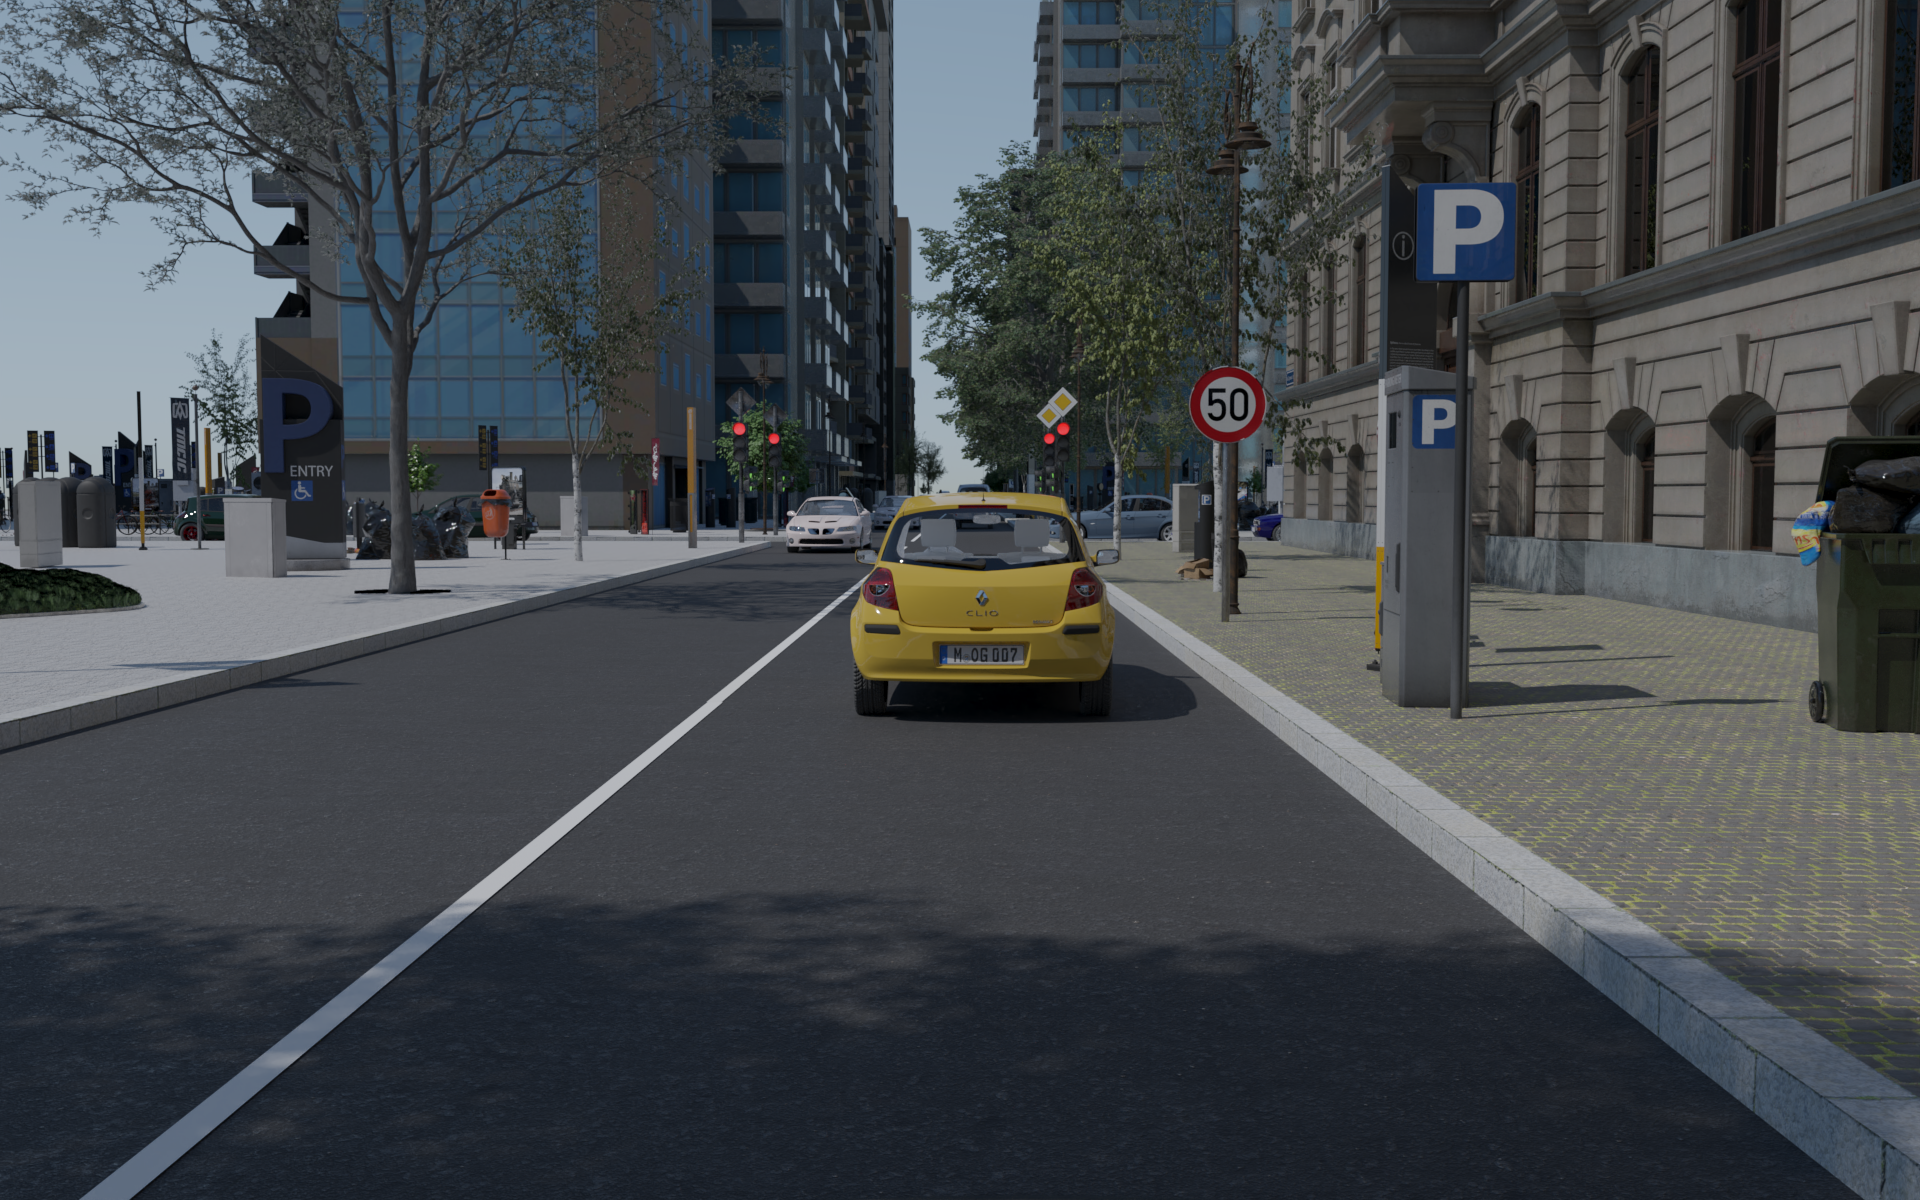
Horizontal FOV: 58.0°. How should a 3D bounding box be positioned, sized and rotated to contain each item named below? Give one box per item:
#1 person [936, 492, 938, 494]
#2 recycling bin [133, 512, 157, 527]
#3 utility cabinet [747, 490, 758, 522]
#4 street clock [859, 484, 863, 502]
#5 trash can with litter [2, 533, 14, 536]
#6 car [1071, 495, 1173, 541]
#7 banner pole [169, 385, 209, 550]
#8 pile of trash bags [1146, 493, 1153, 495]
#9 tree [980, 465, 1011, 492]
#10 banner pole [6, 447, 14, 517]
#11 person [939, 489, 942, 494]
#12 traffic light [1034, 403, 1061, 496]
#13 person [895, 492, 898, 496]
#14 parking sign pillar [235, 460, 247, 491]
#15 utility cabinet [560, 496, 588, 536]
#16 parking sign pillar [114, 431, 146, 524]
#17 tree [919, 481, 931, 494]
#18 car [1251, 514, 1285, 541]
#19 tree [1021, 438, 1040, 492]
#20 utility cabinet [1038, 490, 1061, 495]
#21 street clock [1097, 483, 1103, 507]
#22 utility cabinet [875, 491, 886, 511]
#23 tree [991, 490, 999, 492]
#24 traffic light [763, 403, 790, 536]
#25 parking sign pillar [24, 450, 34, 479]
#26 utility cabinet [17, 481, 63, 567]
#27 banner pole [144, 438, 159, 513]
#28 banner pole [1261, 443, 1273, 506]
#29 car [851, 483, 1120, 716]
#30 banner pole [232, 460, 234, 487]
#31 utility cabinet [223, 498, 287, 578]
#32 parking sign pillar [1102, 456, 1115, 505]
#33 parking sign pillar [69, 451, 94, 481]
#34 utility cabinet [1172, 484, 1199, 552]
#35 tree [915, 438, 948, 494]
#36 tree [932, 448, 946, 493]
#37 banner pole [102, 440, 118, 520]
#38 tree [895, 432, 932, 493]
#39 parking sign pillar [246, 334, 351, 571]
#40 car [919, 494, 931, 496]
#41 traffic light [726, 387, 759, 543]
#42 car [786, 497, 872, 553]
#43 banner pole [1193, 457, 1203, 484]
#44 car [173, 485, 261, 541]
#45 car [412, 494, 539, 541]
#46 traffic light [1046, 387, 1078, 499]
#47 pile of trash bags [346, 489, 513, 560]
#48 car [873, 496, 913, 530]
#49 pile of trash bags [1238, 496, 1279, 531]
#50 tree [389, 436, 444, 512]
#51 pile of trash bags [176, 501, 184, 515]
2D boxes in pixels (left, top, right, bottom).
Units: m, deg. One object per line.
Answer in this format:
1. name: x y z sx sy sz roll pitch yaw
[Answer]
1. person: -3.114 -14.208 241.516 0.721 1.736 1.217 2 4 33
2. recycling bin: -32.095 -3.404 68.202 0.722 1.027 0.722 -3 4 -36
3. utility cabinet: -9.295 -4.217 77.621 0.318 1.500 1.173 0 4 2
4. street clock: -6.958 -7.157 121.588 0.358 2.002 0.471 1 4 10
5. trash can with litter: -28.617 -2.635 54.136 2.233 1.210 1.678 -1 4 -21
6. car: 4.741 -2.308 49.742 4.499 1.417 2.014 0 4 1
7. banner pole: -17.695 -3.039 39.712 0.401 3.779 0.863 2 4 34
8. pile of trash bags: 13.518 -6.718 119.596 1.912 1.369 3.447 -1 4 -13
9. tree: 4.281 -12.894 194.522 4.285 4.588 4.351 0 3 0
10. banner pole: -50.849 -6.282 92.728 0.863 3.779 0.401 2 4 30
11. person: -1.610 -8.214 142.827 0.705 1.821 1.348 2 4 29
12. traffic light: 2.724 -3.948 53.478 0.839 4.253 0.868 0 4 0
13. person: -7.715 -12.123 207.438 1.217 1.736 0.721 0 4 1
14. parking sign pillar: -47.440 -7.748 115.152 1.447 3.967 1.447 -1 4 -14
15. utility cabinet: -11.789 -2.556 52.950 1.020 1.237 0.306 3 5 41
16. parking sign pillar: -35.481 -5.234 74.041 1.447 3.967 1.447 1 4 17
17. tree: -5.367 -15.878 254.201 1.663 3.219 1.824 0 3 0
18. car: 10.277 -2.240 49.209 3.894 1.354 1.945 0 4 2
19. tree: 4.890 -11.071 131.372 4.360 8.622 3.978 0 3 0
20. utility cabinet: 4.536 -4.848 87.946 1.173 1.500 0.318 2 4 28
21. street clock: 9.164 -6.655 113.386 0.358 2.002 0.471 3 4 39
22. utility cabinet: -5.523 -6.832 120.382 0.318 1.500 1.173 2 4 24
23. tree: 4.411 -13.306 212.156 1.663 3.219 1.824 0 3 0
24. traffic light: -5.687 -3.951 53.513 0.839 4.253 0.868 0 4 0
25. parking sign pillar: -57.263 -7.218 106.483 1.447 3.967 1.447 -2 4 -32
26. utility cabinet: -16.122 -1.325 30.350 0.318 1.500 1.173 -1 4 -9
27. banner pole: -36.147 -5.353 77.531 0.401 3.779 0.863 1 4 23
28. banner pole: 15.005 -5.805 84.935 0.401 3.779 0.863 -3 5 -43
29. car: 0.191 -0.149 12.653 2.015 1.641 3.980 0 4 2
30. banner pole: -53.564 -8.418 127.659 0.401 3.779 0.863 -1 4 -19
31. utility cabinet: -10.895 -0.956 26.795 1.020 1.237 0.306 2 4 25
32. parking sign pillar: 10.586 -8.106 121.004 1.447 3.967 1.447 2 4 33
33. parking sign pillar: -55.075 -7.347 108.602 1.447 3.967 1.447 3 5 45
34. utility cabinet: 5.254 -1.789 37.933 1.173 1.500 0.318 -1 4 -21
35. tree: -5.566 -21.557 286.871 8.767 10.594 7.601 3 4 36
36. tree: -4.608 -19.482 268.885 4.737 8.622 4.395 0 3 0
37. banner pole: -39.015 -5.483 79.671 0.401 3.779 0.863 3 5 43
38. tree: -6.097 -15.586 205.195 4.737 8.622 4.395 0 3 0
39. parking sign pillar: -11.123 -2.498 29.315 1.447 3.967 1.447 -1 4 -11
40. car: -2.325 -6.862 124.197 2.014 1.417 4.499 0 4 2
41. traffic light: -5.736 -3.462 45.528 0.839 4.253 0.868 0 4 0
42. car: -3.264 -1.925 43.842 2.083 1.381 4.827 0 4 2
43. banner pole: 15.942 -7.696 115.847 0.863 3.779 0.401 -1 4 -16
44. car: -19.960 -2.390 48.863 4.222 1.686 2.009 0 4 -1
45. car: -14.446 -2.495 50.575 4.222 1.686 2.009 0 4 2
46. traffic light: 2.675 -3.460 45.493 0.839 4.253 0.868 0 4 0
47. pile of trash bags: -10.233 -1.493 34.160 3.447 1.369 1.912 2 4 26
48. car: -2.523 -3.605 71.298 2.083 1.381 4.827 0 4 1
49. pile of trash bags: 10.399 -3.159 61.405 1.912 1.369 3.447 -3 5 -40
50. tree: -18.169 -3.883 58.095 1.663 3.219 1.824 0 3 0
51. pile of trash bags: -41.675 -4.883 89.592 3.447 1.369 1.912 1 4 10
